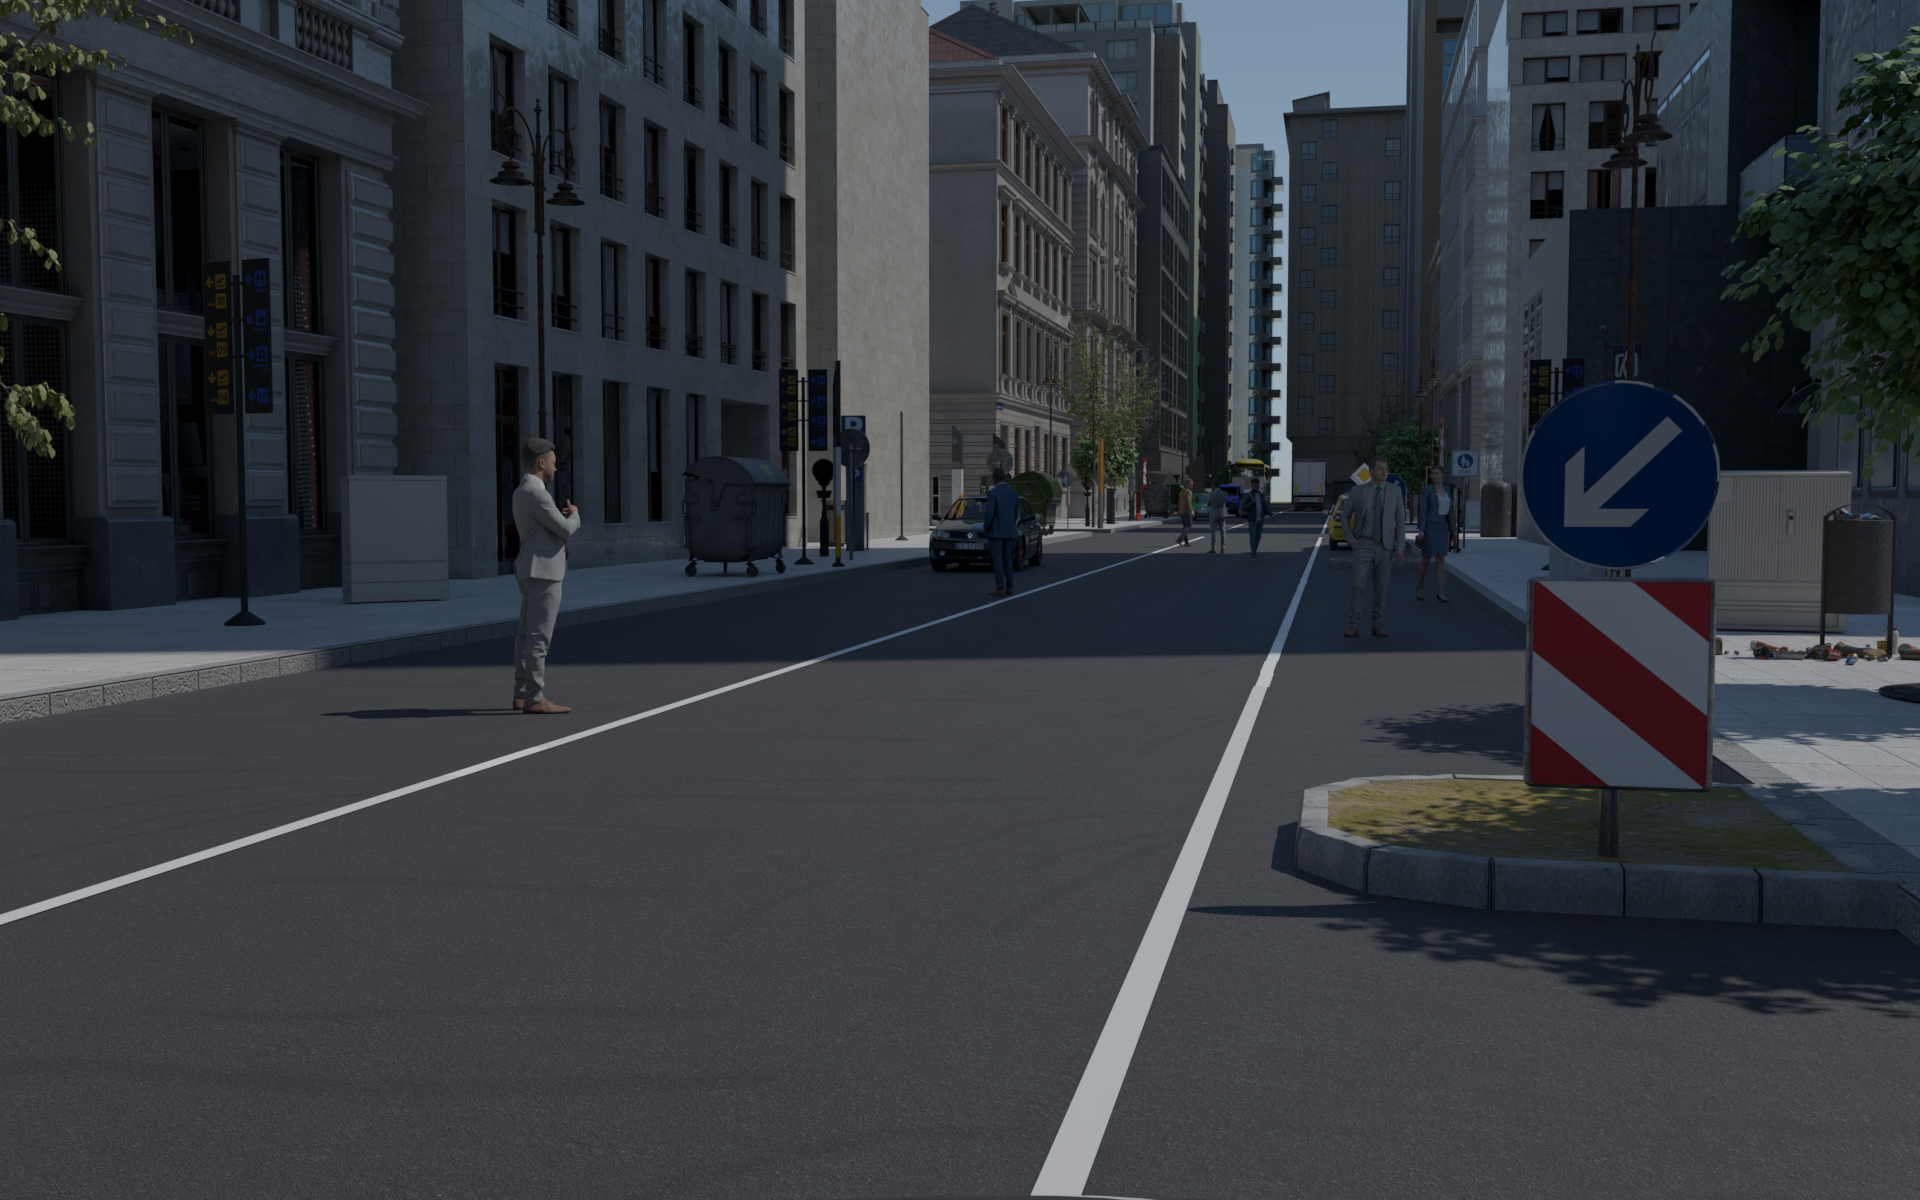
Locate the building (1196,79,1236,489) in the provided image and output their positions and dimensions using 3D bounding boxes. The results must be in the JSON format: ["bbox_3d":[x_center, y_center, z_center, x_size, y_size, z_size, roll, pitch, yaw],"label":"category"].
[{"bbox_3d":[20.712,-35.366,201.933,21.600,48.544,21.300,1,4,12],"label":"building"}]

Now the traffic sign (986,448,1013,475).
[{"bbox_3d":[1.105,-2.953,48.389,0.768,2.556,0.104,1,4,13],"label":"traffic sign"}]

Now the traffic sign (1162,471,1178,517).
[{"bbox_3d":[11.609,-5.861,95.830,0.884,2.594,0.081,1,4,16],"label":"traffic sign"}]

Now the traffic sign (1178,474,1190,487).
[{"bbox_3d":[14.038,-6.644,108.727,0.768,2.556,0.104,1,4,21],"label":"traffic sign"}]

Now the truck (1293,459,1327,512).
[{"bbox_3d":[29.254,-9.540,144.889,2.839,4.237,11.283,1,4,12],"label":"truck"}]

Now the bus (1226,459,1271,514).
[{"bbox_3d":[21.057,-8.199,125.593,2.896,3.916,12.252,1,4,12],"label":"bus"}]

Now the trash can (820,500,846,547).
[{"bbox_3d":[-3.038,-1.860,42.067,0.748,1.137,0.748,0,3,0],"label":"trash can"}]

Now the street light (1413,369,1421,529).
[{"bbox_3d":[16.707,-5.512,62.903,0.468,5.910,1.993,1,4,12],"label":"street light"}]

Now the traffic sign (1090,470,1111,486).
[{"bbox_3d":[5.277,-3.760,65.123,0.795,2.450,0.064,1,4,12],"label":"traffic sign"}]

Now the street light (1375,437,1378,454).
[{"bbox_3d":[32.548,-9.949,135.447,0.468,5.910,1.993,1,4,12],"label":"street light"}]

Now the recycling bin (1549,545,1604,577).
[{"bbox_3d":[8.872,-0.735,24.566,0.722,1.027,0.722,-2,4,-31],"label":"recycling bin"}]

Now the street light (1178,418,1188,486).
[{"bbox_3d":[13.337,-8.008,103.720,0.468,5.910,1.993,1,4,12],"label":"street light"}]

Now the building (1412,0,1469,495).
[{"bbox_3d":[46.419,-30.493,148.669,14.600,45.320,14.200,1,4,12],"label":"building"}]

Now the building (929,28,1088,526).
[{"bbox_3d":[-1.366,-14.900,79.779,11.583,22.565,21.152,1,4,12],"label":"building"}]

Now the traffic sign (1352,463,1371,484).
[{"bbox_3d":[12.895,-3.158,55.273,0.795,2.450,0.064,1,4,12],"label":"traffic sign"}]

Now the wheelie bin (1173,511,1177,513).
[{"bbox_3d":[14.604,-6.713,117.658,0.980,1.594,0.693,1,4,23],"label":"wheelie bin"}]

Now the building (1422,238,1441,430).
[{"bbox_3d":[39.333,-17.578,123.559,11.583,22.565,21.152,1,4,12],"label":"building"}]

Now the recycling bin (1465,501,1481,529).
[{"bbox_3d":[19.237,-3.169,64.368,0.722,1.027,0.722,0,4,3],"label":"recycling bin"}]

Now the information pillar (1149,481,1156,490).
[{"bbox_3d":[11.021,-5.788,99.130,0.304,2.012,0.304,0,4,-6],"label":"information pillar"}]

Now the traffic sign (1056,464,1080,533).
[{"bbox_3d":[3.574,-3.283,57.321,0.795,2.450,0.064,1,4,12],"label":"traffic sign"}]

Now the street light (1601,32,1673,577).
[{"bbox_3d":[6.967,-2.764,17.976,0.468,5.910,1.993,1,4,12],"label":"street light"}]

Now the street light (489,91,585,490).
[{"bbox_3d":[-4.933,-2.913,20.411,0.468,5.910,1.993,1,4,12],"label":"street light"}]

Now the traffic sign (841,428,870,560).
[{"bbox_3d":[-2.115,-2.047,33.581,0.768,2.556,0.104,1,4,18],"label":"traffic sign"}]

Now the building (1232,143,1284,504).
[{"bbox_3d":[28.536,-37.734,236.559,30.456,49.044,23.786,1,4,12],"label":"building"}]

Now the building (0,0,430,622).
[{"bbox_3d":[-14.648,-11.460,16.243,11.050,23.489,19.941,1,4,12],"label":"building"}]

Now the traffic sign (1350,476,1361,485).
[{"bbox_3d":[14.598,-3.635,63.075,0.795,2.450,0.064,1,4,12],"label":"traffic sign"}]

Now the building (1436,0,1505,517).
[{"bbox_3d":[33.749,-19.635,98.528,11.434,29.767,29.804,1,4,12],"label":"building"}]

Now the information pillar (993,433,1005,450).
[{"bbox_3d":[1.466,-4.545,65.662,0.504,3.616,0.183,0,4,7],"label":"information pillar"}]

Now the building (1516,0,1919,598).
[{"bbox_3d":[23.634,-43.859,29.760,22.319,86.520,31.000,1,4,12],"label":"building"}]

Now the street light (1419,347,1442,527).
[{"bbox_3d":[14.832,-4.994,54.444,0.468,5.910,1.993,1,4,12],"label":"street light"}]

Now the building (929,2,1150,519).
[{"bbox_3d":[2.984,-19.229,101.782,14.401,28.519,23.554,1,4,12],"label":"building"}]

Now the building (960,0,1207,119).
[{"bbox_3d":[12.380,-33.692,170.473,23.786,49.044,30.456,1,4,12],"label":"building"}]

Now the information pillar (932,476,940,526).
[{"bbox_3d":[-0.970,-3.963,69.286,0.304,2.012,0.304,0,4,-1],"label":"information pillar"}]

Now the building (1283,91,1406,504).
[{"bbox_3d":[57.696,-39.402,233.460,27.495,52.752,28.713,1,4,12],"label":"building"}]

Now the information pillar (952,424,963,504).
[{"bbox_3d":[-0.092,-4.074,57.963,0.183,3.616,0.504,-3,5,-42],"label":"information pillar"}]

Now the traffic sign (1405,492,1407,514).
[{"bbox_3d":[21.417,-5.080,83.171,0.768,2.556,0.104,1,4,15],"label":"traffic sign"}]

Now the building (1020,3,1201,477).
[{"bbox_3d":[12.704,-28.351,147.138,14.154,41.232,14.086,1,4,12],"label":"building"}]

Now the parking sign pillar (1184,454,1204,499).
[{"bbox_3d":[15.603,-7.785,115.755,1.447,3.967,1.447,-1,4,-20],"label":"parking sign pillar"}]

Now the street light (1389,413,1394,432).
[{"bbox_3d":[24.586,-7.727,99.120,0.468,5.910,1.993,1,4,12],"label":"street light"}]

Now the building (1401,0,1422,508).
[{"bbox_3d":[54.006,-38.305,168.279,21.231,58.520,28.212,1,4,12],"label":"building"}]

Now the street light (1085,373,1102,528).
[{"bbox_3d":[5.100,-5.711,66.171,0.468,5.910,1.993,1,4,12],"label":"street light"}]

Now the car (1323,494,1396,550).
[{"bbox_3d":[10.591,-2.167,45.647,2.015,1.641,3.980,1,4,11],"label":"car"}]

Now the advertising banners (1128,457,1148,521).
[{"bbox_3d":[8.416,-5.238,81.823,0.090,3.025,2.074,2,4,31],"label":"advertising banners"}]

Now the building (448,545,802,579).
[{"bbox_3d":[-10.596,-11.005,34.680,10.420,20.320,16.860,1,4,12],"label":"building"}]

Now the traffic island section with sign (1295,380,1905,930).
[{"bbox_3d":[2.352,0.111,6.821,1.989,1.847,2.006,1,4,12],"label":"traffic island section with sign"}]

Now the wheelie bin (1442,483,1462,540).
[{"bbox_3d":[13.474,-2.473,48.348,0.980,1.594,0.693,-1,4,-11],"label":"wheelie bin"}]

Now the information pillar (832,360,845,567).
[{"bbox_3d":[-2.171,-2.400,30.591,0.183,3.616,0.504,-1,4,-11],"label":"information pillar"}]

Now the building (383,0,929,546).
[{"bbox_3d":[-10.315,-12.065,52.021,16.860,20.320,10.420,1,4,12],"label":"building"}]

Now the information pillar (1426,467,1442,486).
[{"bbox_3d":[12.661,-2.557,46.301,0.304,2.012,0.304,-3,5,-39],"label":"information pillar"}]

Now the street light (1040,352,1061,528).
[{"bbox_3d":[2.963,-5.122,56.540,0.468,5.910,1.993,1,4,12],"label":"street light"}]

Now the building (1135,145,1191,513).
[{"bbox_3d":[8.607,-20.318,125.700,14.314,27.812,24.014,1,4,12],"label":"building"}]

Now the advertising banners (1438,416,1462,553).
[{"bbox_3d":[10.831,-2.579,38.348,0.090,3.025,2.074,0,4,3],"label":"advertising banners"}]

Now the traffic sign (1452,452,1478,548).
[{"bbox_3d":[11.901,-2.368,40.844,0.606,2.300,0.079,1,4,17],"label":"traffic sign"}]

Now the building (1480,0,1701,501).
[{"bbox_3d":[29.732,-13.038,67.929,16.860,20.320,10.420,1,4,12],"label":"building"}]
